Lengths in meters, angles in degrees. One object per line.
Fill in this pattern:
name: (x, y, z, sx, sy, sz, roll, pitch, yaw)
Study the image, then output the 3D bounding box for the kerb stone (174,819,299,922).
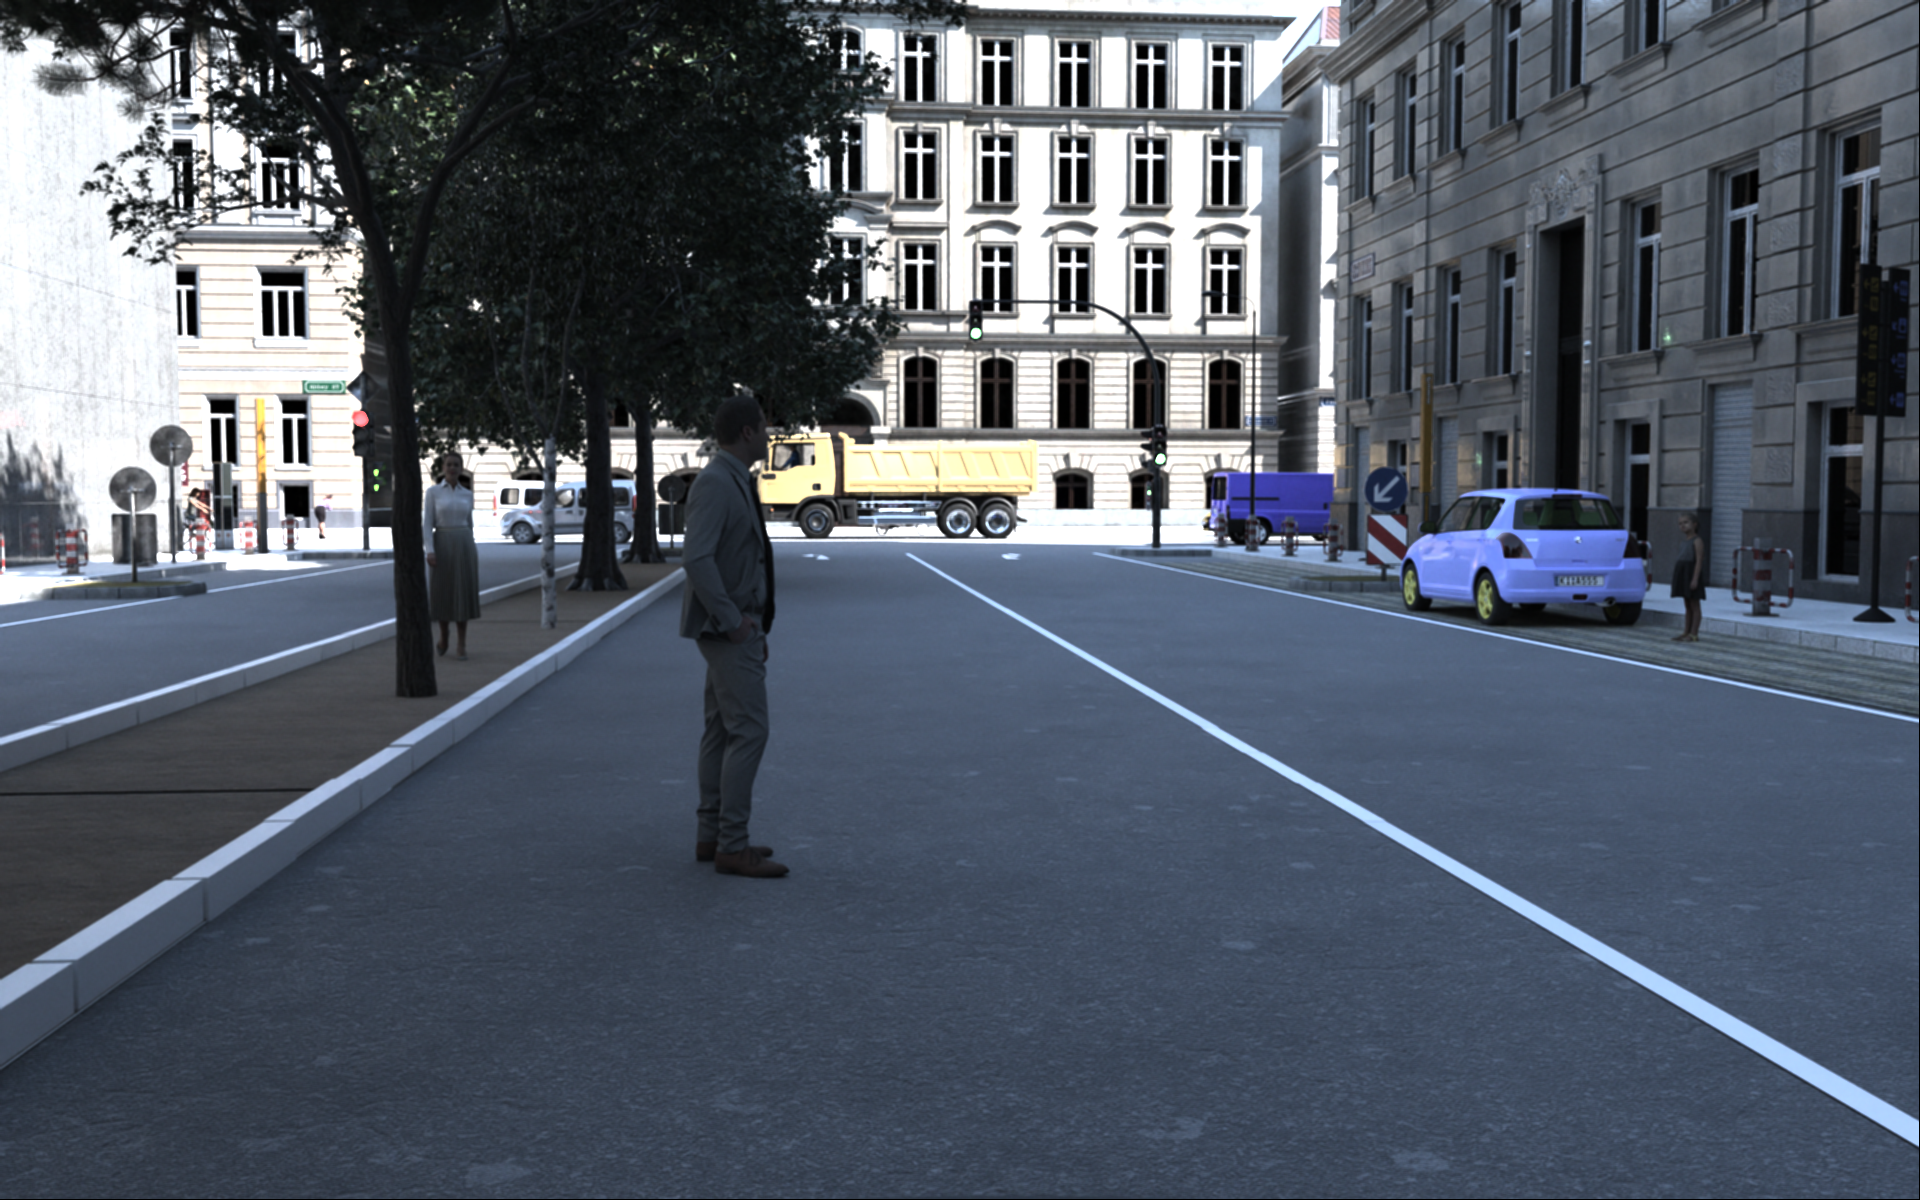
kerb stone: (-2.618, 0.973, 6.288, 0.120, 0.150, 1.000, 0, 4, -5)

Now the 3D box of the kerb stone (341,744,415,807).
kerb stone: (-2.813, 0.855, 8.338, 0.120, 0.150, 1.000, 0, 4, -5)

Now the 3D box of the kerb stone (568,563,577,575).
kerb stone: (-6.947, -0.512, 30.660, 0.120, 0.150, 1.000, 0, 4, -5)

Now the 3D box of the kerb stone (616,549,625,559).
kerb stone: (-7.774, -1.082, 39.879, 0.120, 0.150, 1.000, 0, 4, -5)

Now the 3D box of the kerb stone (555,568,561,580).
kerb stone: (-6.761, -0.390, 28.613, 0.120, 0.150, 1.000, 0, 4, -5)

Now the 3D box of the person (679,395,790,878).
person: (-0.886, 0.117, 6.687, 0.391, 1.810, 0.635, -1, 4, -11)

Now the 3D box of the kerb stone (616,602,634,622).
kerb stone: (-3.832, 0.159, 19.596, 0.120, 0.150, 1.000, 0, 4, -5)

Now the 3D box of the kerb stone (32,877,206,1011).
kerb stone: (-2.536, 1.035, 5.266, 0.120, 0.150, 1.000, 0, 4, -5)

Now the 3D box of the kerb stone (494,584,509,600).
kerb stone: (-6.299, -0.080, 23.504, 0.120, 0.150, 1.000, 0, 4, -5)

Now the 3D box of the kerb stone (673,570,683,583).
kerb stone: (-4.575, -0.341, 27.771, 0.120, 0.150, 1.000, 0, 4, -5)

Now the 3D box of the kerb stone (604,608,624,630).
kerb stone: (-3.741, 0.222, 18.573, 0.120, 0.150, 1.000, 0, 4, -5)

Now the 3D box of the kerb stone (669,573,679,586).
kerb stone: (-4.481, -0.275, 26.751, 0.120, 0.150, 1.000, 0, 4, -5)

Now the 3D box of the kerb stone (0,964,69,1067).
kerb stone: (-2.442, 1.098, 4.241, 0.120, 0.150, 1.000, 0, 4, -5)

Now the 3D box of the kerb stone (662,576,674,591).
kerb stone: (-4.389, -0.216, 25.730, 0.120, 0.150, 1.000, 0, 4, -5)

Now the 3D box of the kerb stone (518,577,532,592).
kerb stone: (-6.484, -0.205, 25.545, 0.120, 0.150, 1.000, 0, 4, -5)

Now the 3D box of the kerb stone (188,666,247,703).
kerb stone: (-5.276, 0.610, 12.222, 0.120, 0.150, 1.000, 0, 4, -5)

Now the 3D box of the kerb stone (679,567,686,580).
kerb stone: (-4.670, -0.404, 28.805, 0.120, 0.150, 1.000, 0, 4, -5)

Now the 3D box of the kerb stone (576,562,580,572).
kerb stone: (-7.039, -0.581, 31.687, 0.120, 0.150, 1.000, 0, 4, -5)

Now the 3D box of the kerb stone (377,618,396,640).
kerb stone: (-5.736, 0.296, 17.358, 0.120, 0.150, 1.000, 0, 4, -5)

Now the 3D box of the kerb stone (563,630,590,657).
kerb stone: (-3.461, 0.409, 15.512, 0.120, 0.150, 1.000, 0, 4, -5)

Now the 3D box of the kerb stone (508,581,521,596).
kerb stone: (-6.392, -0.138, 24.525, 0.120, 0.150, 1.000, 0, 4, -5)

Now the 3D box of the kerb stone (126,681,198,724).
kerb stone: (-5.178, 0.673, 11.196, 0.120, 0.150, 1.000, 0, 4, -5)

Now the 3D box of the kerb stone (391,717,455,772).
kerb stone: (-2.905, 0.785, 9.365, 0.120, 0.150, 1.000, 0, 4, -5)

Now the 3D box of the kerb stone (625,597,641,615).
kerb stone: (-3.932, 0.097, 20.620, 0.120, 0.150, 1.000, 0, 4, -5)

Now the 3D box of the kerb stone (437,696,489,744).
kerb stone: (-2.995, 0.723, 10.391, 0.120, 0.150, 1.000, 0, 4, -5)

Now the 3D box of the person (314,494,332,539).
person: (-20.203, -2.648, 55.024, 0.421, 1.427, 0.697, 1, 4, 20)

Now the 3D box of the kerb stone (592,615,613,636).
kerb stone: (-3.654, 0.286, 17.553, 0.120, 0.150, 1.000, 0, 4, -5)

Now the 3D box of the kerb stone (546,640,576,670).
kerb stone: (-3.362, 0.471, 14.490, 0.120, 0.150, 1.000, 0, 4, -5)

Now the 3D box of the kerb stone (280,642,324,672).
kerb stone: (-5.463, 0.485, 14.263, 0.120, 0.150, 1.000, 0, 4, -5)

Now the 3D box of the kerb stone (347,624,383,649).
kerb stone: (-5.646, 0.359, 16.323, 0.120, 0.150, 1.000, 0, 4, -5)

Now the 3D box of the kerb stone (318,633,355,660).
kerb stone: (-5.557, 0.427, 15.295, 0.120, 0.150, 1.000, 0, 4, -5)

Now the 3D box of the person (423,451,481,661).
person: (-4.425, -0.385, 15.020, 0.478, 1.798, 0.641, -1, 4, -22)

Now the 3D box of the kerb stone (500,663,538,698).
kerb stone: (-3.185, 0.597, 12.431, 0.120, 0.150, 1.000, 0, 4, -5)

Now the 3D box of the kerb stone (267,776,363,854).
kerb stone: (-2.722, 0.911, 7.308, 0.120, 0.150, 1.000, 0, 4, -5)

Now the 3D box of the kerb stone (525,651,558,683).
kerb stone: (-3.277, 0.535, 13.464, 0.120, 0.150, 1.000, 0, 4, -5)

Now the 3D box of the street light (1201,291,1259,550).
street light: (6.214, -4.116, 39.830, 1.470, 5.913, 1.316, 0, 4, -5)

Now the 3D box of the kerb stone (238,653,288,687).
kerb stone: (-5.366, 0.548, 13.243, 0.120, 0.150, 1.000, 0, 4, -5)

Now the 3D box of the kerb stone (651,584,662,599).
kerb stone: (-4.206, -0.088, 23.689, 0.120, 0.150, 1.000, 0, 4, -5)

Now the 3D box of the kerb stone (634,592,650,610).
kerb stone: (-4.015, 0.035, 21.642, 0.120, 0.150, 1.000, 0, 4, -5)

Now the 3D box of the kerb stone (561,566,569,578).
kerb stone: (-6.856, -0.453, 29.639, 0.120, 0.150, 1.000, 0, 4, -5)

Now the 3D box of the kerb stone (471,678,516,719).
kerb stone: (-3.089, 0.660, 11.411, 0.120, 0.150, 1.000, 0, 4, -5)

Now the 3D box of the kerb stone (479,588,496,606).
kerb stone: (-6.211, -0.017, 22.478, 0.120, 0.150, 1.000, 0, 4, -5)

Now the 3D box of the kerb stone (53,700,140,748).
kerb stone: (-5.091, 0.735, 10.175, 0.120, 0.150, 1.000, 0, 4, -5)

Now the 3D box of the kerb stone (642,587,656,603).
kerb stone: (-4.113, -0.029, 22.668, 0.120, 0.150, 1.000, 0, 4, -5)

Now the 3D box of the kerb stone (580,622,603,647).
kerb stone: (-3.552, 0.347, 16.533, 0.120, 0.150, 1.000, 0, 4, -5)

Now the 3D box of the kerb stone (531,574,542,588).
kerb stone: (-6.573, -0.267, 26.566, 0.120, 0.150, 1.000, 0, 4, -5)

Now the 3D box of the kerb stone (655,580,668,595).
kerb stone: (-4.299, -0.152, 24.709, 0.120, 0.150, 1.000, 0, 4, -5)

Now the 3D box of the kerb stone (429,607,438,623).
kerb stone: (-5.928, 0.171, 19.406, 0.120, 0.150, 1.000, 0, 4, -5)

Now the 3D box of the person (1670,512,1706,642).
person: (7.025, -0.217, 16.722, 0.373, 1.253, 0.362, 0, 4, -5)
